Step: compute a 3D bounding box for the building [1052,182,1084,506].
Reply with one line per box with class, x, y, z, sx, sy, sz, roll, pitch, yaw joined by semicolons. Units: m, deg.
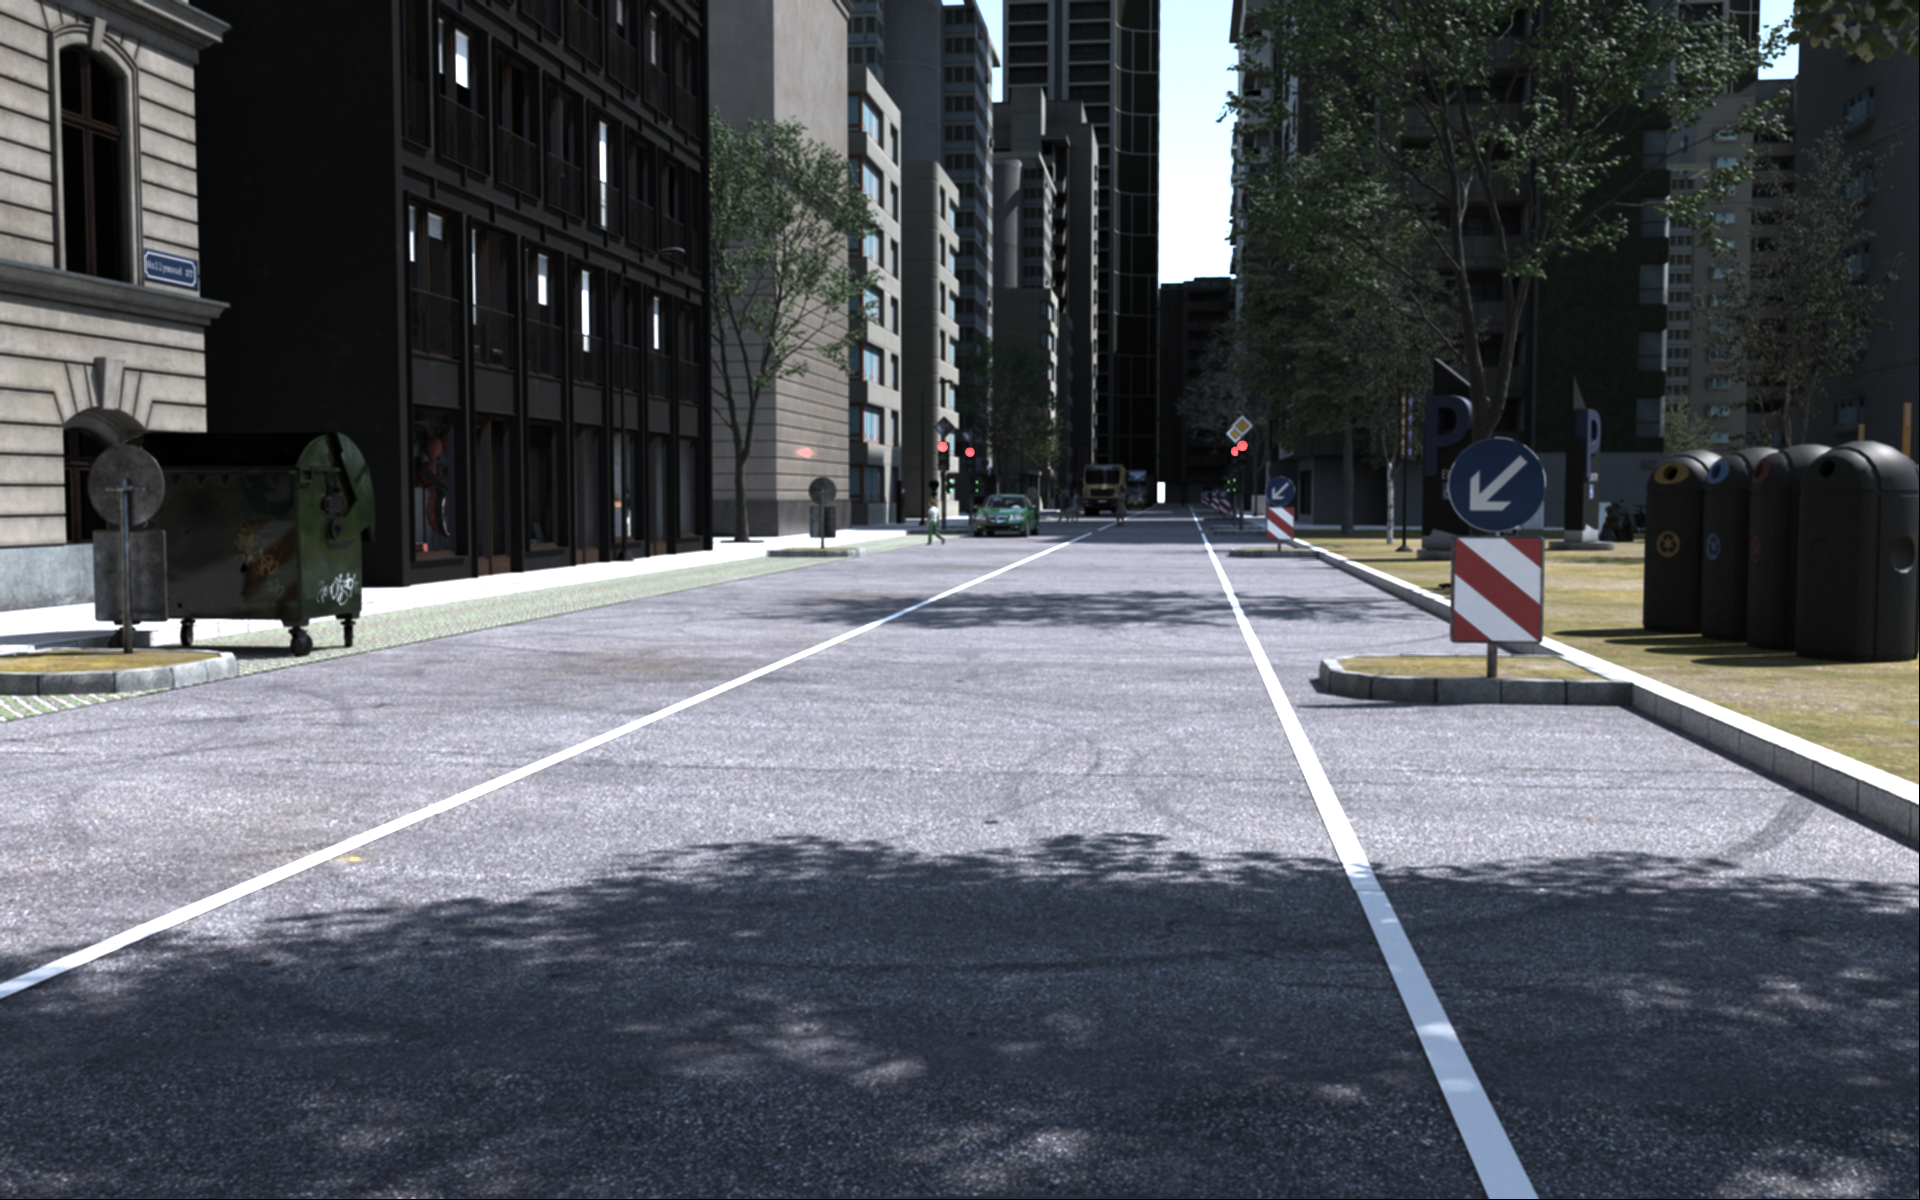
building;-2.802;-30.316;187.549;32.217;40.220;23.993;0;4;7

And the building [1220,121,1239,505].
building;42.710;-35.603;201.716;23.786;49.044;30.456;0;4;7

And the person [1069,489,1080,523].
person;5.795;-4.728;86.800;0.522;1.701;0.512;2;4;27

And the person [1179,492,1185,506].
person;26.277;-11.974;204.958;0.721;1.739;1.217;-1;4;-22

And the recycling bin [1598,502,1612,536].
recycling bin;19.756;-2.527;53.871;0.722;1.027;0.722;-2;4;-24

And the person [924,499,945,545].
person;-0.720;-2.201;48.733;0.590;1.304;0.306;1;4;20

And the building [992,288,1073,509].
building;-4.237;-19.367;161.689;27.650;21.520;28.899;0;4;7

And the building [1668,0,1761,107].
building;93.157;-48.289;227.771;20.611;71.187;20.563;0;4;7

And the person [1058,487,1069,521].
person;5.410;-5.040;90.927;0.654;1.822;0.581;1;4;16

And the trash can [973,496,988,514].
trash can;1.195;-5.865;107.542;0.748;1.137;0.748;0;3;0

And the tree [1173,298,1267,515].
tree;18.057;-11.910;105.091;12.009;13.543;11.850;0;3;0

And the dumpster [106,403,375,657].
dumpster;-6.528;-0.656;15.672;1.985;2.255;1.502;0;4;8

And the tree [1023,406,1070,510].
tree;7.177;-11.739;142.287;4.737;8.622;4.395;0;3;0

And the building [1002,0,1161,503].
building;16.808;-48.839;236.765;20.611;71.187;20.563;0;4;7

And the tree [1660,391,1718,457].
tree;51.129;-10.544;122.757;4.737;8.622;4.395;0;3;0

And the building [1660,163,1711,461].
building;68.558;-30.954;197.980;23.993;40.220;32.217;0;4;7

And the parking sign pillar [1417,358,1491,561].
parking sign pillar;9.713;-2.778;33.899;1.447;3.967;1.447;-2;4;-35

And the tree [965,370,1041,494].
tree;2.466;-9.289;102.236;4.360;8.622;3.978;0;3;0

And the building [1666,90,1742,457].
building;92.493;-35.237;199.825;21.600;48.544;21.300;0;4;7

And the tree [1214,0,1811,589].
tree;7.246;-5.976;23.462;9.928;11.665;9.643;0;3;0

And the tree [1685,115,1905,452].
tree;16.696;-5.156;34.671;4.360;8.622;3.978;0;3;0

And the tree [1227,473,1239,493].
tree;22.991;-9.297;146.609;1.663;3.219;1.824;0;3;0

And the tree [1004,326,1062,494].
tree;2.634;-11.187;108.664;9.928;11.665;9.643;0;3;0

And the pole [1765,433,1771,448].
pole;27.190;-3.946;58.362;0.158;3.312;0.155;0;3;0

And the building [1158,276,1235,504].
building;33.697;-28.230;233.259;14.107;30.474;14.160;0;4;7

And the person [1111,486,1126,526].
person;7.016;-4.163;76.916;0.532;1.782;0.716;-2;4;-31

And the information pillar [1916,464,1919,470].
information pillar;23.393;-2.330;42.585;0.304;2.012;0.304;3;4;36

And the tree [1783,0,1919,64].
tree;5.123;-5.310;4.950;7.486;12.596;7.792;0;3;0

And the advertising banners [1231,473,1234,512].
advertising banners;19.800;-7.922;125.710;0.090;3.025;2.074;0;4;1

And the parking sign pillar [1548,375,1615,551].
parking sign pillar;14.359;-3.146;39.914;1.447;3.967;1.447;3;4;35

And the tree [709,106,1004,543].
tree;-5.740;-7.340;45.762;9.928;11.665;9.643;0;3;0

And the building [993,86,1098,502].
building;5.709;-35.931;211.168;21.600;48.544;21.300;0;4;7

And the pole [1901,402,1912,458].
pole;21.087;-2.741;38.652;0.158;3.312;0.155;0;3;0

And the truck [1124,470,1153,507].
truck;20.507;-12.749;198.211;2.967;4.110;18.799;1;4;9

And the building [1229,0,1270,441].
building;41.387;-35.662;172.314;28.713;52.752;27.495;0;4;7

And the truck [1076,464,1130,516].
truck;9.663;-7.300;115.281;3.469;3.379;9.791;0;4;7

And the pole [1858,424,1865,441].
pole;26.058;-3.444;50.146;0.158;3.312;0.155;0;3;0

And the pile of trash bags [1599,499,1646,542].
pile of trash bags;18.792;-2.229;46.189;3.447;1.369;1.912;3;5;39

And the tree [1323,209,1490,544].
tree;11.092;-5.733;44.093;4.360;8.622;3.978;0;3;0

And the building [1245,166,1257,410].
building;32.329;-23.335;153.227;14.160;30.474;14.107;0;4;7

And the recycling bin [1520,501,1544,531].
recycling bin;20.006;-2.936;60.558;0.722;1.027;0.722;1;4;14
